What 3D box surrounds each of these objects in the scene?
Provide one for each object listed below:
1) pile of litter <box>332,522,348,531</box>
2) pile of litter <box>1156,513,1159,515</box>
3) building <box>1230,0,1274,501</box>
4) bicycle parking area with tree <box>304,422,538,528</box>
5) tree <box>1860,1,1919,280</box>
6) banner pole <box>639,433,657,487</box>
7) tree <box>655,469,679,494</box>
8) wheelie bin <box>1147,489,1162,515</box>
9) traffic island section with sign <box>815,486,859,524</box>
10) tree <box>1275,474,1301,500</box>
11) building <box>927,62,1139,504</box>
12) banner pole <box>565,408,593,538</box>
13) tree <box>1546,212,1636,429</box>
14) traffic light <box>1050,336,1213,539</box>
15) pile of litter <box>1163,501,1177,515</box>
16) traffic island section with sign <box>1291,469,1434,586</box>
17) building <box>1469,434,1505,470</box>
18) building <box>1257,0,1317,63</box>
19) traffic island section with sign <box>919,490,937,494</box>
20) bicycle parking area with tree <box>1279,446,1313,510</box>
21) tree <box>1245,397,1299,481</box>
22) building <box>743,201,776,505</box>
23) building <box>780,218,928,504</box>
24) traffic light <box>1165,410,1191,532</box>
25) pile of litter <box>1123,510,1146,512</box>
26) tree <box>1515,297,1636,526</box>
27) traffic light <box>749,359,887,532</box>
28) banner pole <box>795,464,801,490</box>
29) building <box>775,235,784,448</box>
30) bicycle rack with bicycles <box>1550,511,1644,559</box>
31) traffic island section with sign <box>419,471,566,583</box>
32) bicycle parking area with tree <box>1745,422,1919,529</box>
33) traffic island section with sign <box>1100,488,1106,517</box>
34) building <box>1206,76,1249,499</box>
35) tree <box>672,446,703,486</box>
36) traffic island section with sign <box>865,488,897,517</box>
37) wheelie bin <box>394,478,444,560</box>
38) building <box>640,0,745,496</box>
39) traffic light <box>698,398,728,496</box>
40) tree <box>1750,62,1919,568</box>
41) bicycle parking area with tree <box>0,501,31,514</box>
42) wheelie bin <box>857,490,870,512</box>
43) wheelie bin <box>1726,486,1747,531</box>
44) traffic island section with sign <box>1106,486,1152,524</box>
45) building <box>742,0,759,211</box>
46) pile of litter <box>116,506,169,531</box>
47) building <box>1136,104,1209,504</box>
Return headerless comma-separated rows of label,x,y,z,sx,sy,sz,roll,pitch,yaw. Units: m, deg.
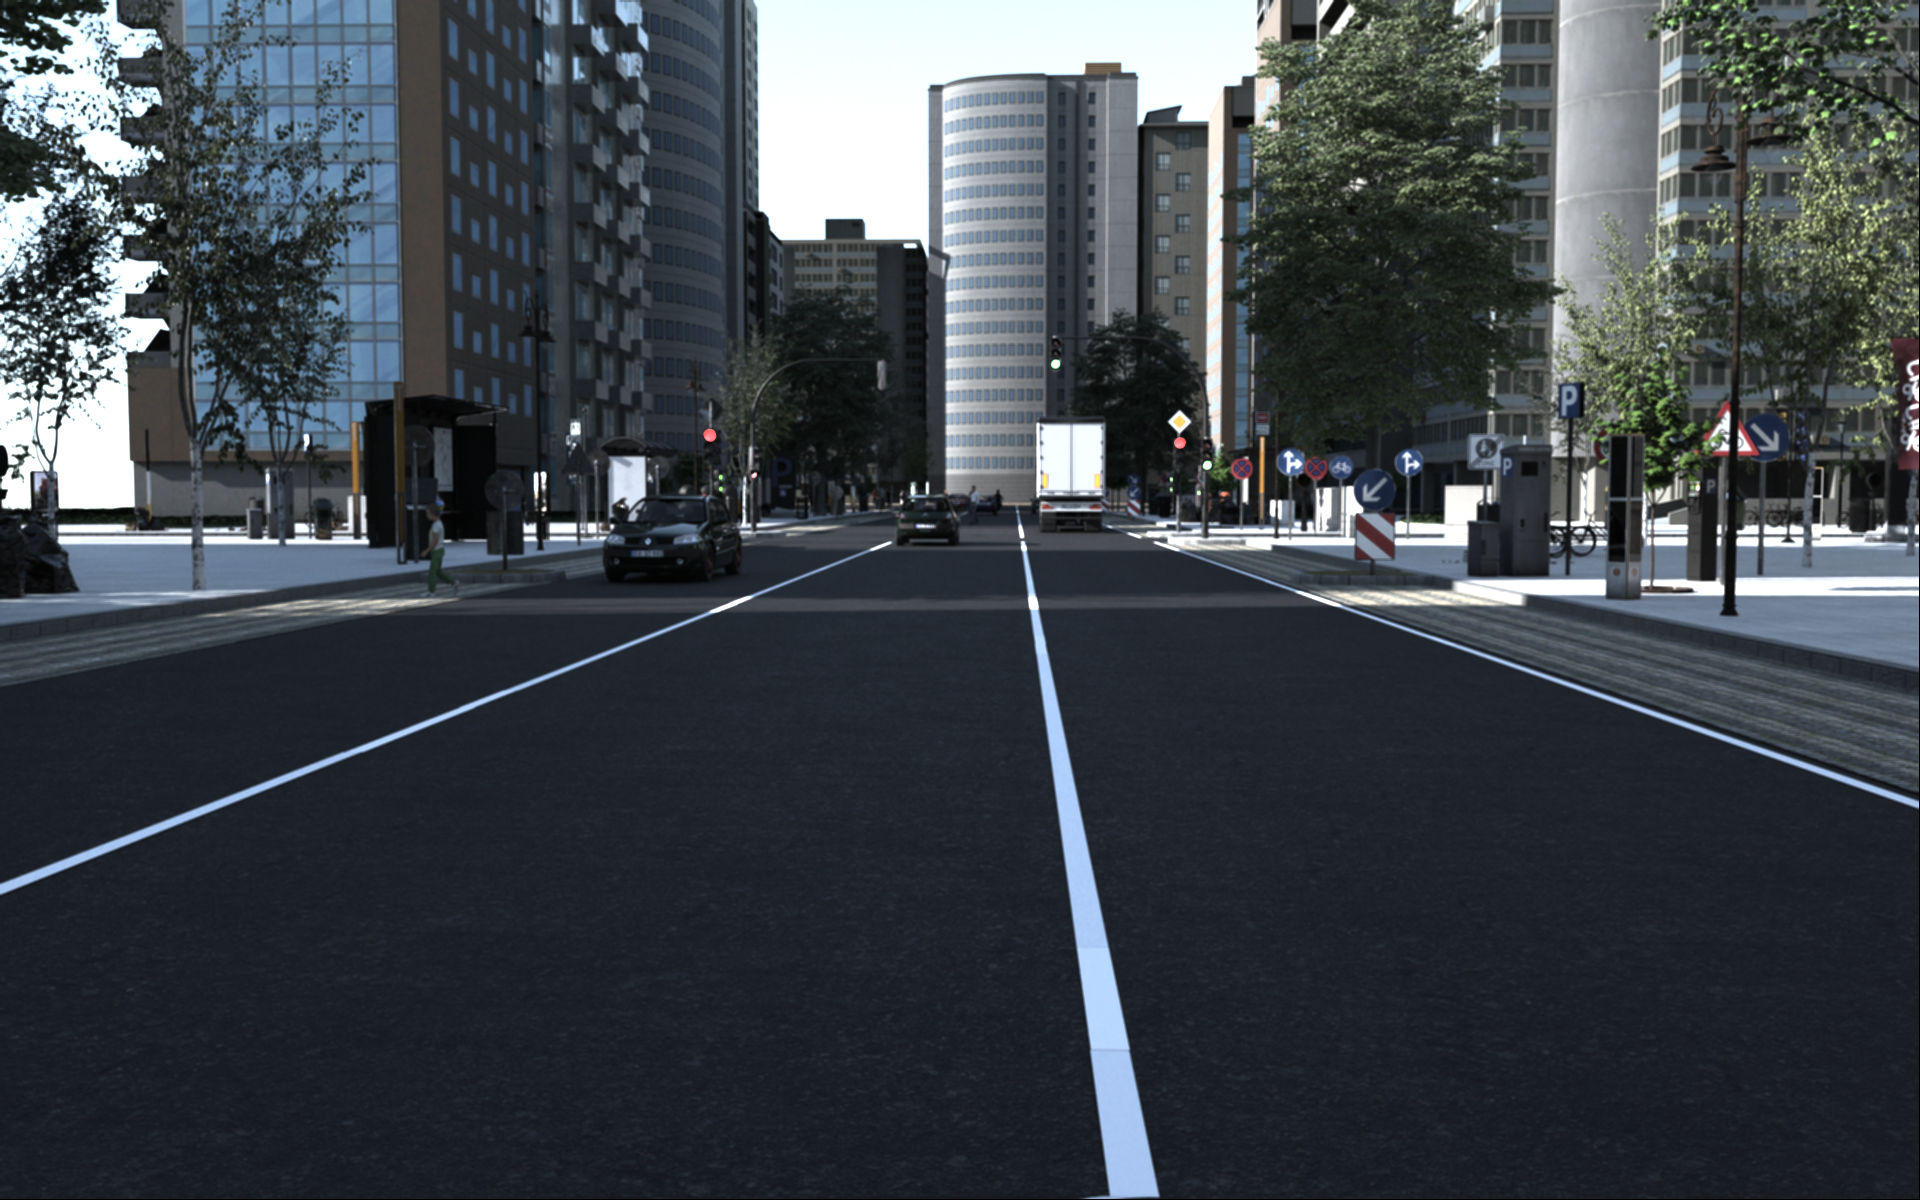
pile of litter,-22.046,-2.871,60.908,1.176,0.858,1.719,0,4,-1
pile of litter,13.404,-6.275,116.563,1.176,0.858,1.719,1,4,9
building,38.057,-44.651,168.291,20.563,71.187,20.611,0,4,2
bicycle parking area with tree,-21.067,-4.988,68.563,8.231,4.147,9.016,1,4,13
tree,13.871,-4.443,23.001,4.360,8.622,3.978,0,3,0
banner pole,-12.815,-4.943,70.834,0.863,3.779,0.401,1,4,13
tree,-19.376,-7.227,112.758,1.663,3.219,1.824,0,3,0
wheelie bin,11.945,-6.026,106.426,0.980,1.594,0.693,1,4,15
traffic island section with sign,-5.880,-4.555,83.097,1.989,1.847,2.006,0,4,2
tree,18.520,-6.330,98.099,1.663,3.219,1.824,0,3,0
building,9.782,-42.701,240.166,28.212,58.520,21.231,0,4,2
banner pole,-11.093,-3.703,50.560,0.863,3.779,0.401,2,4,35
tree,17.164,-5.716,43.815,4.737,8.622,4.395,0,3,0
traffic light,4.964,-4.601,49.891,4.771,5.953,1.251,0,4,2
pile of litter,13.625,-5.728,107.616,1.176,0.858,1.719,-2,4,-32
traffic island section with sign,6.406,-1.178,27.890,1.989,1.847,2.006,0,4,2
building,73.058,-33.745,235.323,14.086,41.232,14.154,0,4,2
building,33.758,-30.686,151.834,14.600,45.320,14.200,0,4,2
traffic island section with sign,-3.440,-9.288,160.483,1.989,1.847,2.006,0,4,2
bicycle parking area with tree,19.789,-7.277,105.988,9.016,4.147,8.231,2,4,29
tree,23.264,-10.963,129.604,4.737,8.622,4.395,0,3,0
building,-26.440,-24.356,169.917,14.160,30.474,14.107,0,4,2
building,-16.459,-33.947,246.910,23.993,40.220,32.217,0,4,2
traffic light,7.310,-4.222,57.948,0.839,4.253,0.868,0,4,2
pile of litter,12.577,-6.730,123.993,1.719,0.858,1.176,1,4,21
tree,23.178,-6.994,64.710,4.360,8.622,3.978,0,3,0
traffic light,-4.851,-5.118,58.349,4.771,5.953,1.251,0,4,2
banner pole,-11.466,-7.996,120.757,0.863,3.779,0.401,-1,4,-12
building,-26.608,-25.523,189.001,14.107,30.474,14.160,0,4,2
bicycle rack with bicycles,12.126,-1.359,35.609,2.852,0.926,2.925,-3,5,-40
traffic island section with sign,-7.606,-1.216,28.508,1.989,1.847,2.006,0,4,2
bicycle parking area with tree,35.623,-4.858,66.427,9.016,4.147,8.231,0,4,5
traffic island section with sign,8.979,-6.181,109.685,1.989,1.847,2.006,0,4,2
building,34.322,-32.812,186.579,14.600,45.320,14.200,0,4,2
tree,-17.976,-8.175,117.381,4.285,4.588,4.351,0,3,0
traffic island section with sign,-5.024,-6.233,110.538,1.989,1.847,2.006,0,4,2
wheelie bin,-10.517,-1.580,33.743,0.980,1.594,0.693,0,4,-7
building,-31.165,-37.069,148.079,21.231,58.520,28.212,0,4,2
traffic light,-7.197,-3.760,50.399,0.839,4.253,0.868,0,4,2
tree,14.806,-4.889,30.299,4.737,8.622,4.395,0,3,0
bicycle parking area with tree,-47.445,-5.626,78.992,8.231,4.147,9.016,2,4,28
wheelie bin,-7.082,-7.308,127.398,0.980,1.594,0.693,-1,4,-12
wheelie bin,27.257,-3.240,60.877,0.693,1.594,0.980,2,4,31
traffic island section with sign,8.144,-4.533,82.742,1.989,1.847,2.006,0,4,2
building,-39.551,-49.096,240.966,20.611,71.187,20.563,0,4,2
pile of litter,-28.529,-2.835,60.312,1.719,0.858,1.176,-1,4,-19
building,37.725,-39.969,242.737,27.495,52.752,28.713,0,4,2
